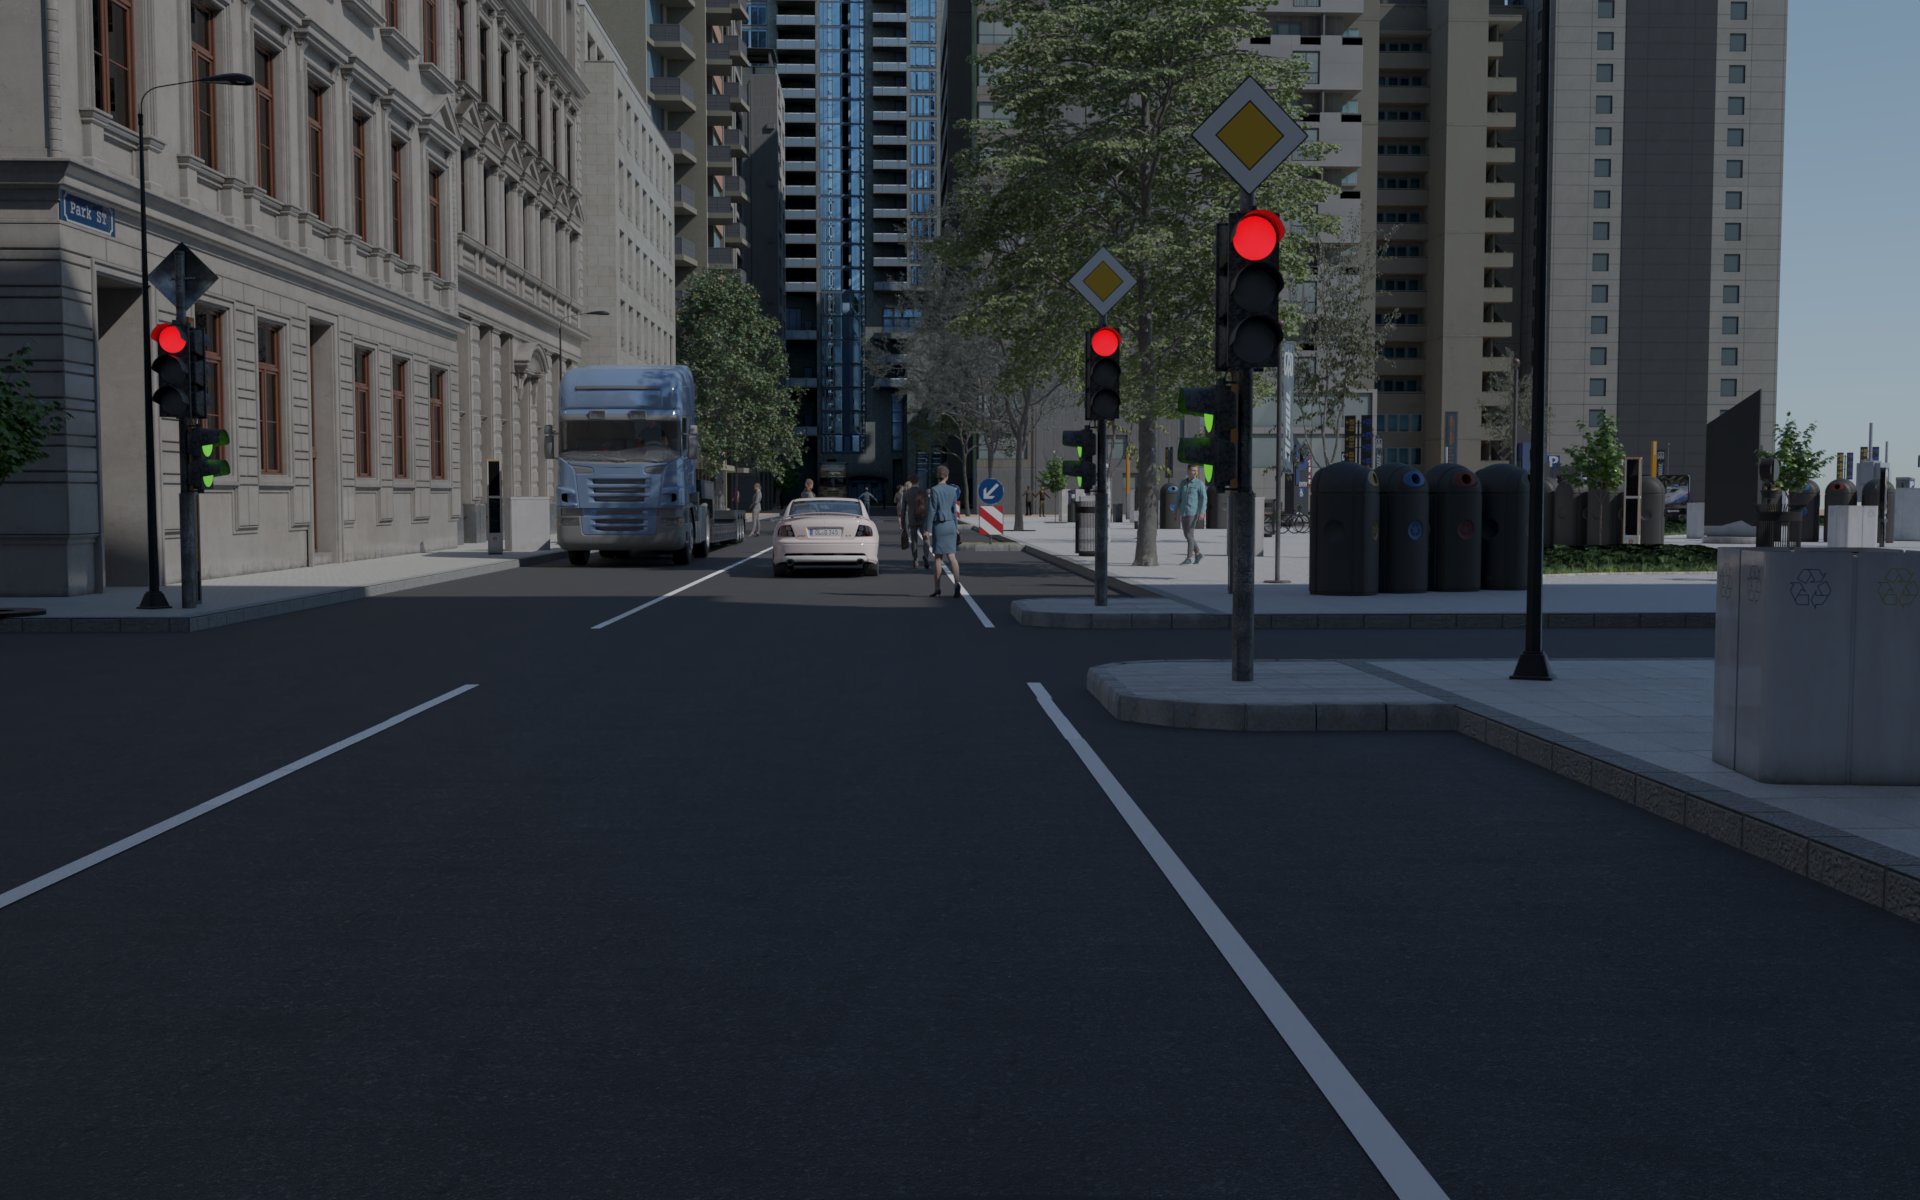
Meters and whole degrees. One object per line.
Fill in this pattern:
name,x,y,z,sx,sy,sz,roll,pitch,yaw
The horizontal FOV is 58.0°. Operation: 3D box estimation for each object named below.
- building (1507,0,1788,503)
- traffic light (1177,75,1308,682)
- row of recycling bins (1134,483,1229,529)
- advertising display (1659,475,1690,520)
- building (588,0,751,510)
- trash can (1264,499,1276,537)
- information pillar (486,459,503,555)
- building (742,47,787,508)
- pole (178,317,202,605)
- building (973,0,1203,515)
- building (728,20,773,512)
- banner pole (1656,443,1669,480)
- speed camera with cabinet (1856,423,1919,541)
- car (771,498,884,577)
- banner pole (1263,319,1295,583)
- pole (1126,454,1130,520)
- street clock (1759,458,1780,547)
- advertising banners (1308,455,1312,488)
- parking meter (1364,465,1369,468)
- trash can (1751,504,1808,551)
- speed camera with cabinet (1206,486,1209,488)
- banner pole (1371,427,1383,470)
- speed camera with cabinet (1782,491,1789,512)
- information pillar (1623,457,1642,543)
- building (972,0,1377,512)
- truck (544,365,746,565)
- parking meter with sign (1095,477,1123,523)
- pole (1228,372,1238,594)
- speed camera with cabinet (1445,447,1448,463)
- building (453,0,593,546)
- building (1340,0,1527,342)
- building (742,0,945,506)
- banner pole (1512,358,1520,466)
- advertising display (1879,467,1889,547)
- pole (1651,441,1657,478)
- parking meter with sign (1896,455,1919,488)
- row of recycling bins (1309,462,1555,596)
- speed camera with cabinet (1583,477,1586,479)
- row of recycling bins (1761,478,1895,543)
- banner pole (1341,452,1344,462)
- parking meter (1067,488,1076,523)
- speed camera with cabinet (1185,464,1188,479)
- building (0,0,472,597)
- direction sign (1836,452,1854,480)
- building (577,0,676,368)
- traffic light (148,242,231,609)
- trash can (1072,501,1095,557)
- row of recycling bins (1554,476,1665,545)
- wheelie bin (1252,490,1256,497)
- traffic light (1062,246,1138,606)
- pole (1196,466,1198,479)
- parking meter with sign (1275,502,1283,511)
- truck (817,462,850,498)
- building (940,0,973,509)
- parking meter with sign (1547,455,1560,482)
building,61.200,-44.168,160.397,20.611,71.187,20.563,0,4,-2
traffic light,1.927,-1.400,11.808,0.839,4.253,0.868,0,4,-2
row of recycling bins,8.123,-3.449,63.503,3.534,1.692,1.069,-1,4,-9
advertising display,23.988,-3.242,58.213,0.974,1.923,0.123,2,4,31
building,-24.804,-27.735,108.097,22.147,44.769,28.867,0,4,-2
trash can,9.081,-2.443,51.605,0.748,1.137,0.748,0,3,0
information pillar,-9.879,-1.975,36.783,0.304,2.012,0.304,-1,4,-13
building,-23.411,-29.234,161.578,14.086,41.232,14.154,0,4,-2
pole,-8.932,-1.603,20.060,0.158,3.312,0.155,0,3,0
building,7.789,-26.264,113.010,14.154,41.232,14.086,0,4,-2
building,-25.051,-42.438,132.113,20.563,71.187,20.611,0,4,-2
banner pole,34.684,-5.836,85.441,0.401,3.779,0.863,-2,4,-31
speed camera with cabinet,25.788,-3.258,47.611,0.660,3.252,2.038,-2,4,-35
car,-2.419,-1.172,31.517,2.083,1.381,4.827,0,4,-4
banner pole,4.703,-2.148,25.130,0.401,3.779,0.863,2,4,30
pole,8.456,-5.712,87.240,0.158,3.312,0.155,0,3,0
street clock,16.294,-1.855,34.894,0.471,2.002,0.358,-3,5,-42
advertising banners,16.313,-5.051,78.777,2.074,3.025,0.090,-3,5,-40
parking meter,7.926,-1.759,34.469,0.399,1.863,0.255,1,4,15
trash can,11.975,-0.837,25.347,0.748,1.137,0.748,0,3,0
speed camera with cabinet,11.736,-5.192,79.224,0.660,3.252,2.038,0,4,-1
banner pole,15.566,-4.575,64.818,0.401,3.779,0.863,-2,4,-24
speed camera with cabinet,38.555,-5.316,81.256,2.038,3.252,0.660,0,4,3
information pillar,13.483,-1.850,34.734,0.304,2.012,0.304,2,4,26
building,14.903,-33.311,133.874,28.713,52.752,27.495,0,4,-2
truck,-7.054,-3.194,41.981,2.967,4.110,18.799,0,4,-3
parking meter with sign,6.472,-4.992,77.880,1.738,3.016,0.543,-1,4,-22
pole,3.538,-1.736,22.230,0.158,3.312,0.155,0,3,0
speed camera with cabinet,19.972,-4.828,73.273,0.660,3.252,2.038,-1,4,-21
building,-17.632,-13.574,50.818,11.050,23.489,19.941,0,4,-2
building,40.107,-32.823,160.357,21.600,48.544,21.300,0,4,-2
building,-14.381,-53.550,188.215,31.000,86.520,22.319,0,4,-2
banner pole,10.343,-2.586,32.295,0.401,3.779,0.863,1,4,20
advertising display,22.350,-2.245,41.917,0.123,1.923,0.974,2,4,32
pole,26.708,-4.458,66.738,0.158,3.312,0.155,0,3,0
parking meter with sign,42.731,-5.017,78.293,0.543,3.016,1.738,-2,4,-24
row of recycling bins,6.066,-0.957,22.758,3.534,1.692,1.069,-2,4,-28
speed camera with cabinet,34.022,-6.196,95.645,2.038,3.252,0.660,-2,4,-35
row of recycling bins,23.024,-2.399,46.339,3.534,1.692,1.069,2,4,32
banner pole,20.088,-6.087,89.535,0.863,3.779,0.401,0,4,1
parking meter,5.010,-4.241,77.753,0.372,1.533,0.369,0,3,0
speed camera with cabinet,11.318,-5.524,84.657,0.660,3.252,2.038,1,4,9
building,-16.435,-11.878,30.369,11.583,22.565,21.152,0,4,-2
direction sign,48.076,-6.248,94.153,0.876,3.537,0.379,0,4,0
building,-17.663,-13.122,69.304,10.420,20.320,16.860,0,4,-2
traffic light,-8.651,-1.861,19.354,0.839,4.253,0.868,0,4,-2
trash can,2.676,-1.472,35.718,0.748,1.137,0.748,0,3,0
row of recycling bins,14.860,-2.051,40.651,1.069,1.692,3.534,-3,4,-37
wheelie bin,11.717,-3.854,70.915,0.693,1.594,0.980,-2,4,-25
traffic light,1.601,-1.888,19.787,0.839,4.253,0.868,0,4,-2
pole,11.224,-5.414,82.356,0.158,3.312,0.155,0,3,0
parking meter with sign,17.911,-5.941,93.396,1.738,3.016,0.543,1,4,17
truck,-11.239,-10.099,154.024,2.839,4.237,11.283,0,4,-4
building,9.161,-32.697,158.291,21.300,48.544,21.600,0,4,-2
parking meter with sign,26.989,-5.056,78.923,0.543,3.016,1.738,1,4,17
